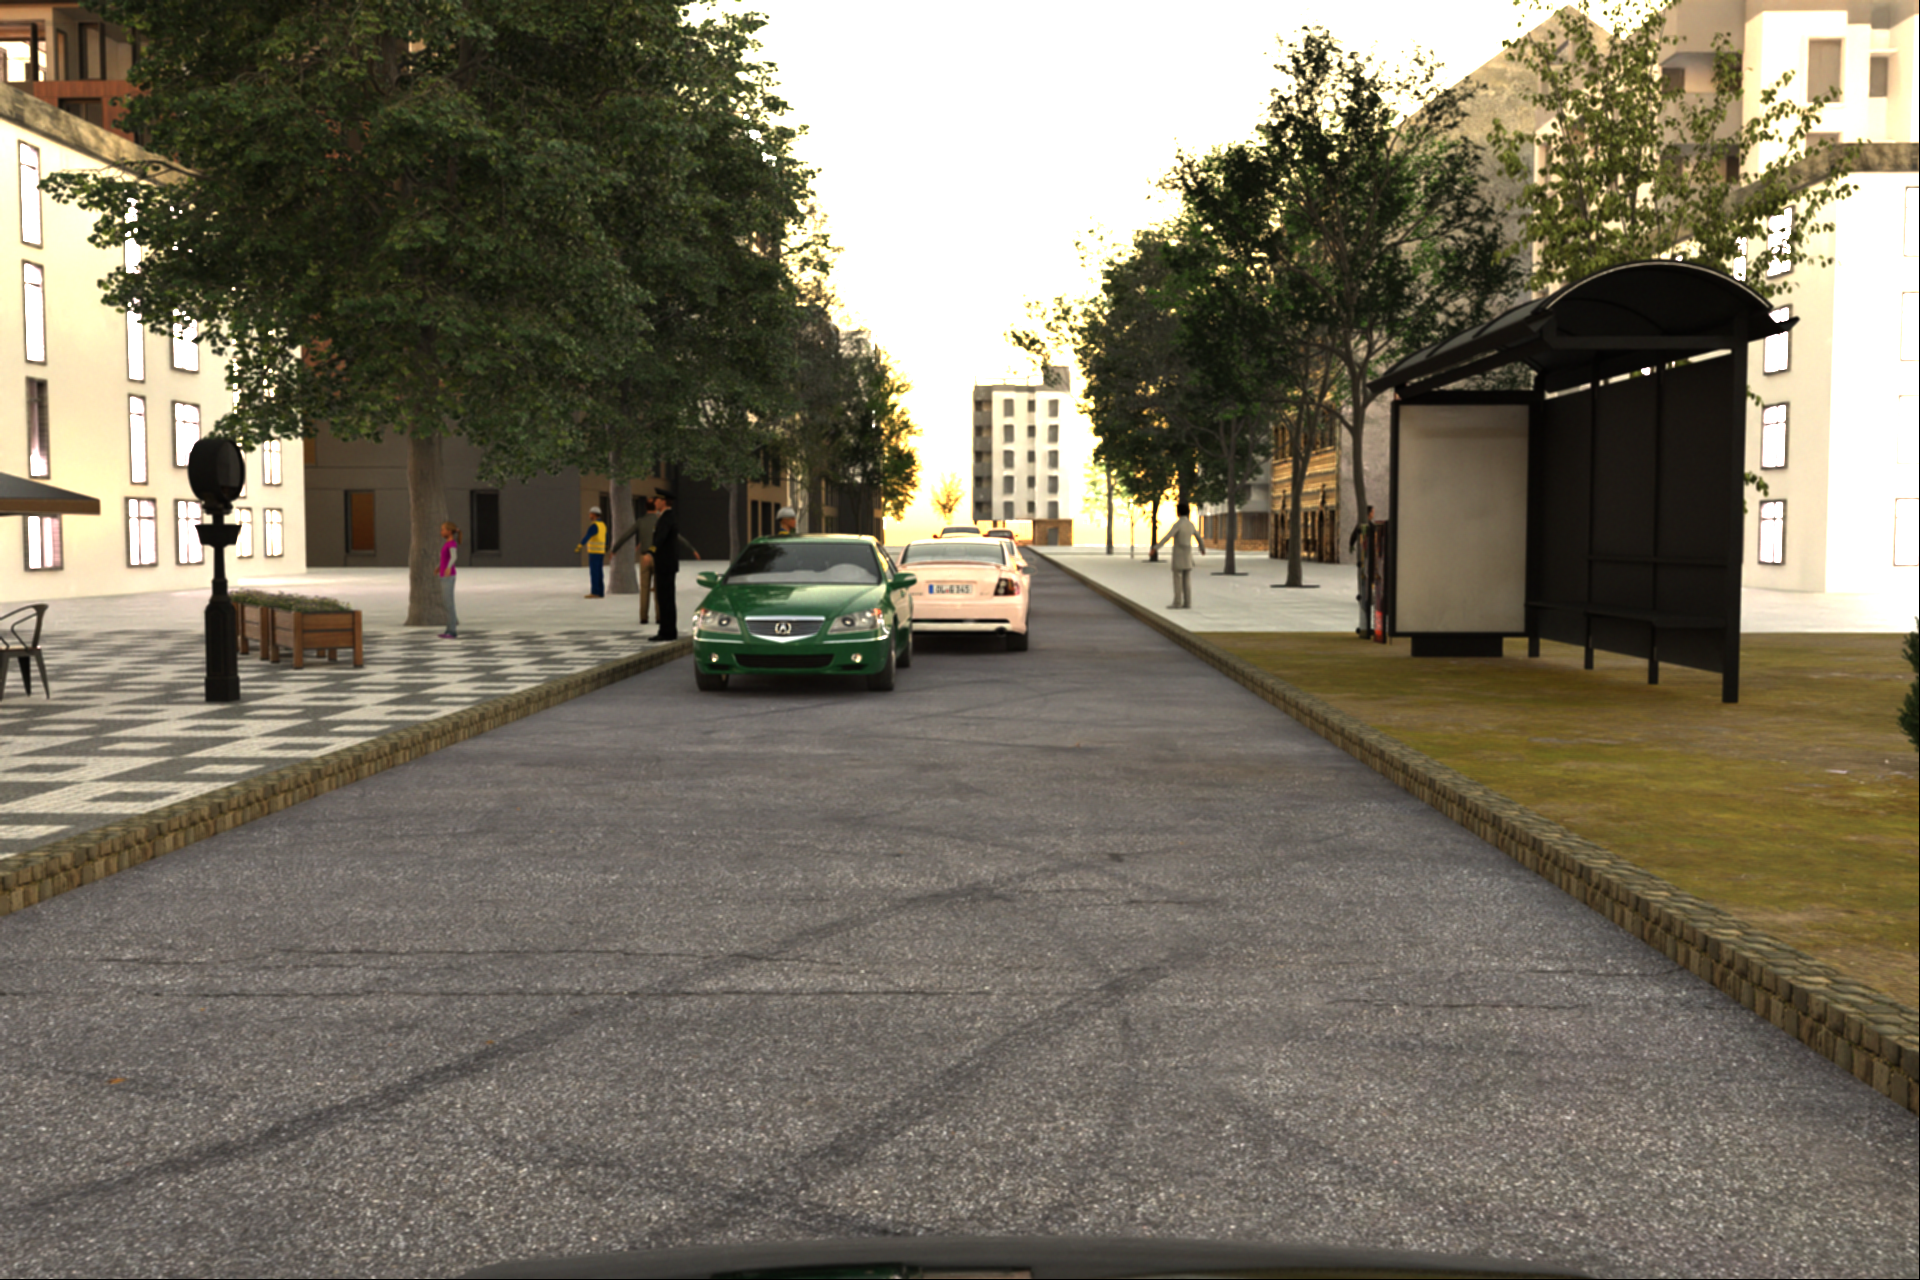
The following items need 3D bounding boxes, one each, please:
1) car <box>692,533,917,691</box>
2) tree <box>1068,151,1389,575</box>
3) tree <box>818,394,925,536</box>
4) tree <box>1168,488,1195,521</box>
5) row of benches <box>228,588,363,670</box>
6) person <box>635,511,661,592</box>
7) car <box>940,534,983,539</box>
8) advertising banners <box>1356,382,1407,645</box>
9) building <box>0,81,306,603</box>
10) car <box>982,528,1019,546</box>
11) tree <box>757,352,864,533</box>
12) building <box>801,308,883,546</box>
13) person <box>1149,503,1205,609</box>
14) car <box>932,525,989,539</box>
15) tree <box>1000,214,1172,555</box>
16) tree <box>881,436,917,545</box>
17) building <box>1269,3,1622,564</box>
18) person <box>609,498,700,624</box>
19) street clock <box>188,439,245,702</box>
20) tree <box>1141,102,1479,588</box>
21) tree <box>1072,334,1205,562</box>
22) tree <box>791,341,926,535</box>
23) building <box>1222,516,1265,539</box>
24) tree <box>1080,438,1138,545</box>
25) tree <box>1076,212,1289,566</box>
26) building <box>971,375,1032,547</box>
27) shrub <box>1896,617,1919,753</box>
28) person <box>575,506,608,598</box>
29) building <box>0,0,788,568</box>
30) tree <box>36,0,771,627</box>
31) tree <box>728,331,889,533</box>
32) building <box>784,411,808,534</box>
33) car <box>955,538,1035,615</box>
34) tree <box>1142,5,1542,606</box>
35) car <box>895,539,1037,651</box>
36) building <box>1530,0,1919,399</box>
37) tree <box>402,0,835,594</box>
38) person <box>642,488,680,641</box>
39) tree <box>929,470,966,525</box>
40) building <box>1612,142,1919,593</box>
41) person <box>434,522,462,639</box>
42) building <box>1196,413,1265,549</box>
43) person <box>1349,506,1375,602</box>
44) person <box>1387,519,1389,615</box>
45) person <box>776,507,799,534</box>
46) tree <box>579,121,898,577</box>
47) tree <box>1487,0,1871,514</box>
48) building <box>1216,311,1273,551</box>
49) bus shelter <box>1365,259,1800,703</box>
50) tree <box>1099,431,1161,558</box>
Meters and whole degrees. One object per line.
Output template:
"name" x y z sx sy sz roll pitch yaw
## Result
"car" -1.462 -0.338 17.331 2.131 1.459 4.920 0 4 2
"tree" 8.631 -8.794 54.149 12.009 13.543 11.850 0 3 0
"tree" -5.400 -10.544 106.800 7.601 10.594 8.767 -3 4 -37
"tree" 26.064 -14.969 195.111 4.360 8.622 3.978 0 3 0
"row of benches" -7.149 -0.167 18.196 1.422 0.672 4.104 -2 4 -33
"person" -6.736 -2.000 38.556 1.347 1.847 0.705 3 5 42
"car" 0.055 -2.321 48.166 2.015 1.641 3.980 0 4 1
"advertising banners" 4.965 -1.482 20.411 0.090 3.025 2.074 0 3 0
"building" -22.180 -6.135 42.457 9.099 9.664 28.070 0 4 1
"car" 2.455 -5.926 105.556 2.281 1.827 5.304 0 4 1
"tree" -6.520 -7.179 67.733 4.360 8.622 3.978 0 3 0
"building" -22.606 -20.033 171.507 27.936 21.610 32.646 0 4 1
"person" 3.798 -1.446 29.825 1.347 1.806 0.705 -3 5 -40
"car" 0.043 -3.758 70.113 2.281 1.827 5.304 0 4 1
"tree" 8.072 -15.274 105.622 12.611 20.169 13.585 0 3 0
"tree" -8.350 -17.112 197.902 7.486 12.596 7.792 0 3 0
"building" 25.382 -15.317 81.359 19.493 23.208 18.063 0 4 1
"person" -4.392 -1.131 24.766 1.348 1.796 0.705 0 4 8
"street clock" -5.672 -0.532 13.264 0.358 2.002 0.471 0 4 3
"tree" 8.221 -7.069 41.332 9.928 11.665 9.643 0 3 0
"tree" 9.162 -9.431 79.955 9.928 11.665 9.643 0 3 0
"tree" -5.703 -10.326 94.591 9.928 11.665 9.643 0 3 0
"building" 31.359 -19.732 179.045 16.016 20.090 11.380 0 4 1
"tree" 17.259 -17.111 197.885 7.486 12.596 7.792 0 3 0
"tree" 9.018 -9.914 68.757 9.857 13.997 8.962 0 3 0
"building" 1.650 -20.760 198.301 11.380 20.090 16.016 0 4 -2
"shrub" 5.526 0.113 9.265 1.383 1.207 1.383 0 3 0
"person" -7.314 -1.756 34.678 0.705 1.833 1.349 1 4 14
"building" -24.358 -14.582 82.384 27.936 21.610 32.646 0 4 2
"tree" -7.413 -7.165 23.808 9.857 13.997 8.962 0 3 0
"tree" -6.513 -8.612 75.221 7.601 10.594 8.767 1 4 11
"building" -21.039 -15.896 126.356 16.747 18.905 31.486 0 4 1
"car" 0.363 -1.205 32.071 2.083 1.381 4.827 0 4 2
"tree" 7.014 -5.908 31.014 7.601 10.594 8.767 1 4 23
"car" -0.036 -0.626 22.600 2.083 1.381 4.827 0 4 2
"building" 27.458 -12.829 66.175 16.016 20.090 11.380 0 4 1
"tree" -7.328 -7.964 36.867 9.857 13.997 8.962 0 3 0
"person" -3.572 -0.912 20.847 0.705 1.837 1.347 0 4 2
"tree" -1.333 -14.931 194.479 4.737 8.622 4.395 0 3 0
"building" 23.303 -5.823 37.353 9.099 9.664 28.070 0 4 2
"person" -6.347 -0.735 21.284 0.599 1.433 0.991 -2 4 -24
"building" 27.341 -18.647 161.296 16.016 20.090 11.380 0 4 2
"person" 7.643 -1.605 32.385 0.704 1.812 1.346 -1 4 -23
"person" 6.921 -1.300 27.378 1.348 1.813 0.705 -3 5 -44
"person" -2.075 -0.784 21.741 0.721 1.772 1.216 0 4 0
"tree" -6.978 -8.680 52.295 12.009 13.543 11.850 0 3 0
"tree" 8.079 -4.298 20.642 4.737 8.622 4.395 0 3 0
"building" 26.264 -17.425 141.320 16.016 20.090 11.380 0 4 2
"bus shelter" 5.209 -1.322 15.535 2.014 3.302 5.546 0 4 1
"tree" 9.218 -8.595 90.897 4.737 8.622 4.395 0 3 0
